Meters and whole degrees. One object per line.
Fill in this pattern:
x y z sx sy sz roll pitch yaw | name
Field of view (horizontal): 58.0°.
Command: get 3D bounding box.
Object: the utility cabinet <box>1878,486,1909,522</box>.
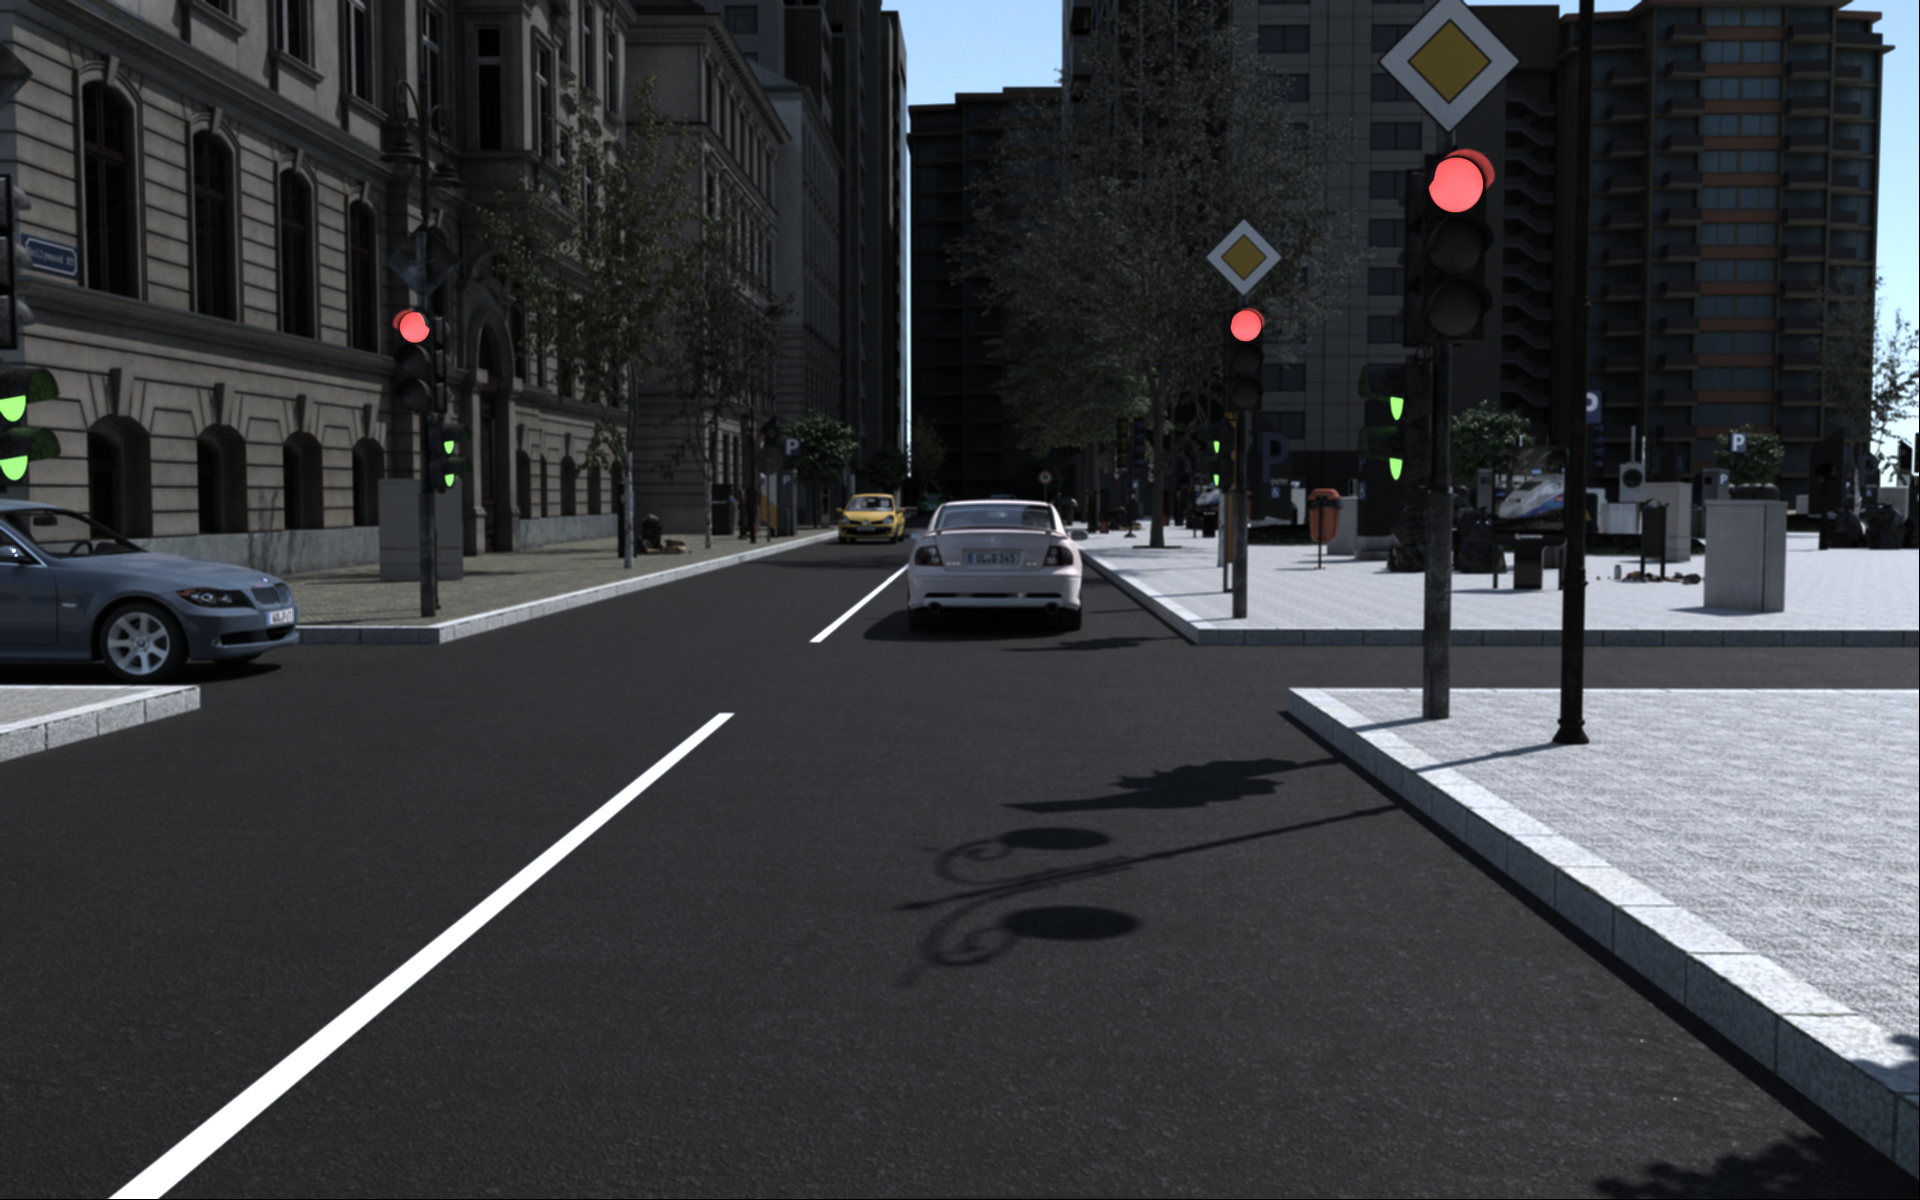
27.360 -2.570 50.691 0.318 1.500 1.173 -1 4 -9 | utility cabinet

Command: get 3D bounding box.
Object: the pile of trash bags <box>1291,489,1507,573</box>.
7.536 -1.194 29.267 3.447 1.369 1.912 2 4 26 | pile of trash bags

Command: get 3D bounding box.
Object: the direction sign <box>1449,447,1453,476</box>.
20.773 -4.999 73.730 0.379 3.537 0.876 3 5 43 | direction sign

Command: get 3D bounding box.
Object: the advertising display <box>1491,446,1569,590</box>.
7.661 -1.106 23.301 0.974 1.923 0.123 2 4 27 | advertising display

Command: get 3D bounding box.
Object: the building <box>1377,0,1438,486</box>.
17.343 -40.914 107.190 20.563 71.187 20.611 0 4 1 | building

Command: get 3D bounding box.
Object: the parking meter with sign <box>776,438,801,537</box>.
-5.256 -3.463 52.876 0.543 3.016 1.738 0 4 5 | parking meter with sign

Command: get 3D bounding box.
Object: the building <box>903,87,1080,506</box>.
7.201 -32.701 189.292 28.867 44.769 22.147 0 4 1 | building

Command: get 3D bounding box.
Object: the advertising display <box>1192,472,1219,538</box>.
7.342 -2.804 51.062 0.974 1.923 0.123 -1 4 -8 | advertising display

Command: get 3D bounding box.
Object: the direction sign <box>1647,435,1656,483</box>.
26.718 -4.587 66.998 0.379 3.537 0.876 0 4 5 | direction sign

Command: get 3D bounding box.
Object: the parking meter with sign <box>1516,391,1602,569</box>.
10.321 -2.070 30.107 0.543 3.016 1.738 -1 4 -18 | parking meter with sign

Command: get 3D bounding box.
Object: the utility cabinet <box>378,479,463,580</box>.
-8.004 -1.041 25.707 1.173 1.500 0.318 -1 4 -20 | utility cabinet

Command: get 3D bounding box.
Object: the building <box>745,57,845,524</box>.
-11.131 -14.291 82.808 9.793 20.994 18.267 0 4 1 | building

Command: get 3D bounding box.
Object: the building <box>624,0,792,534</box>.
-12.574 -12.203 64.150 10.561 19.102 19.286 0 4 1 | building

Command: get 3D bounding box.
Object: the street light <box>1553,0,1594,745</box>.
3.158 -2.201 8.775 0.468 5.910 1.993 0 4 1 | street light

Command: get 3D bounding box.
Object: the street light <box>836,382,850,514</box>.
-4.857 -6.053 71.755 0.468 5.910 1.993 0 4 1 | street light

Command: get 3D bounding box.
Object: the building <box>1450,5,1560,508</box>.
44.646 -31.047 157.732 14.200 45.320 14.600 0 4 1 | building

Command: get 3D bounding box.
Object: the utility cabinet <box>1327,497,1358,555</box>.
8.303 -1.558 36.632 1.020 1.237 0.306 2 4 25 | utility cabinet

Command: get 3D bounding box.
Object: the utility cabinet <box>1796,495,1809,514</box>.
40.452 -4.375 82.700 0.306 1.237 1.020 -2 4 -29 | utility cabinet

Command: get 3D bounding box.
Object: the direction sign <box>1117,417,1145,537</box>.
5.046 -3.625 51.261 0.876 3.537 0.379 2 4 29 | direction sign

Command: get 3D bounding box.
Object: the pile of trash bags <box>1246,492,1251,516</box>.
12.093 -3.349 64.508 3.447 1.369 1.912 2 4 31 | pile of trash bags

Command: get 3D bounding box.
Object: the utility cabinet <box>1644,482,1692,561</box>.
13.479 -1.487 32.984 0.318 1.500 1.173 0 4 -8 | utility cabinet

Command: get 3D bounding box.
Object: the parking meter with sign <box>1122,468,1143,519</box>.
8.848 -5.691 89.308 0.543 3.016 1.738 -2 4 -29 | parking meter with sign

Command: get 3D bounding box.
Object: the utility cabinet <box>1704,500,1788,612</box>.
8.730 -0.495 19.263 0.306 1.237 1.020 -1 4 -13 | utility cabinet

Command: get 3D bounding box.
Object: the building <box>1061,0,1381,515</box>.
18.252 -42.171 127.748 20.563 71.187 20.611 0 4 1 | building

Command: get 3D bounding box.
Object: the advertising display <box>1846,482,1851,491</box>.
45.776 -5.192 90.110 0.974 1.923 0.123 1 4 14 | advertising display

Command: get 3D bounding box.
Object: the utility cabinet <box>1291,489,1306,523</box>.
13.756 -3.820 71.131 0.318 1.500 1.173 3 5 40 | utility cabinet

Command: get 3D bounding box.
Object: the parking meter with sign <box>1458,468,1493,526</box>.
15.743 -3.378 51.494 1.738 3.016 0.543 2 4 26 | parking meter with sign

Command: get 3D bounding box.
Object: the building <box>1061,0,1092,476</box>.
22.824 -34.434 152.231 28.713 52.752 27.495 0 4 1 | building

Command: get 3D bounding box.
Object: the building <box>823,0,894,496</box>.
-12.957 -28.161 144.029 14.154 41.232 14.086 0 4 1 | building

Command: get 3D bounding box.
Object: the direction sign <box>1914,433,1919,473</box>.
35.572 -4.385 63.697 0.876 3.537 0.379 3 4 38 | direction sign

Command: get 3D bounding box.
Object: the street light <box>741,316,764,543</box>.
-5.392 -4.416 44.983 0.468 5.910 1.993 0 4 1 | street light

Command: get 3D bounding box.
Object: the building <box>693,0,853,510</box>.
-13.852 -20.148 101.126 14.160 30.474 14.107 0 4 1 | building

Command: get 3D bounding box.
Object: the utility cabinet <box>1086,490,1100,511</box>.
6.646 -4.710 85.689 1.173 1.500 0.318 0 4 -4 | utility cabinet

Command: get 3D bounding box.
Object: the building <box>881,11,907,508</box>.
-12.335 -31.157 159.532 14.200 45.320 14.600 0 4 1 | building

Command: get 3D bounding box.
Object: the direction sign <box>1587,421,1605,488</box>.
19.611 -3.793 54.020 0.876 3.537 0.379 1 4 20 | direction sign

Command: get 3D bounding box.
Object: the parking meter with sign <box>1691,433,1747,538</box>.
21.931 -3.302 50.250 0.543 3.016 1.738 -1 4 -17 | parking meter with sign

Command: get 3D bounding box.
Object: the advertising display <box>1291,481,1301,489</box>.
15.995 -4.801 83.707 0.974 1.923 0.123 -1 4 -17 | advertising display

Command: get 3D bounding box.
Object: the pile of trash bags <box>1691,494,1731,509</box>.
23.626 -2.804 55.603 3.447 1.369 1.912 -2 4 -35 | pile of trash bags

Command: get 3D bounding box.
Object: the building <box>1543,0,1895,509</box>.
66.114 -30.564 154.347 28.867 44.769 22.147 0 4 1 | building

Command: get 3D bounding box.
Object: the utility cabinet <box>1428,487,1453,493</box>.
13.571 -2.521 49.894 1.173 1.500 0.318 3 4 38 | utility cabinet

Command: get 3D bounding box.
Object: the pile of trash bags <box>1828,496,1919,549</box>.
22.498 -1.924 41.208 3.447 1.369 1.912 -1 4 -17 | pile of trash bags

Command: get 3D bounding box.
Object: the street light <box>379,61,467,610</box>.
-5.878 -2.835 19.133 0.468 5.910 1.993 0 4 1 | street light
